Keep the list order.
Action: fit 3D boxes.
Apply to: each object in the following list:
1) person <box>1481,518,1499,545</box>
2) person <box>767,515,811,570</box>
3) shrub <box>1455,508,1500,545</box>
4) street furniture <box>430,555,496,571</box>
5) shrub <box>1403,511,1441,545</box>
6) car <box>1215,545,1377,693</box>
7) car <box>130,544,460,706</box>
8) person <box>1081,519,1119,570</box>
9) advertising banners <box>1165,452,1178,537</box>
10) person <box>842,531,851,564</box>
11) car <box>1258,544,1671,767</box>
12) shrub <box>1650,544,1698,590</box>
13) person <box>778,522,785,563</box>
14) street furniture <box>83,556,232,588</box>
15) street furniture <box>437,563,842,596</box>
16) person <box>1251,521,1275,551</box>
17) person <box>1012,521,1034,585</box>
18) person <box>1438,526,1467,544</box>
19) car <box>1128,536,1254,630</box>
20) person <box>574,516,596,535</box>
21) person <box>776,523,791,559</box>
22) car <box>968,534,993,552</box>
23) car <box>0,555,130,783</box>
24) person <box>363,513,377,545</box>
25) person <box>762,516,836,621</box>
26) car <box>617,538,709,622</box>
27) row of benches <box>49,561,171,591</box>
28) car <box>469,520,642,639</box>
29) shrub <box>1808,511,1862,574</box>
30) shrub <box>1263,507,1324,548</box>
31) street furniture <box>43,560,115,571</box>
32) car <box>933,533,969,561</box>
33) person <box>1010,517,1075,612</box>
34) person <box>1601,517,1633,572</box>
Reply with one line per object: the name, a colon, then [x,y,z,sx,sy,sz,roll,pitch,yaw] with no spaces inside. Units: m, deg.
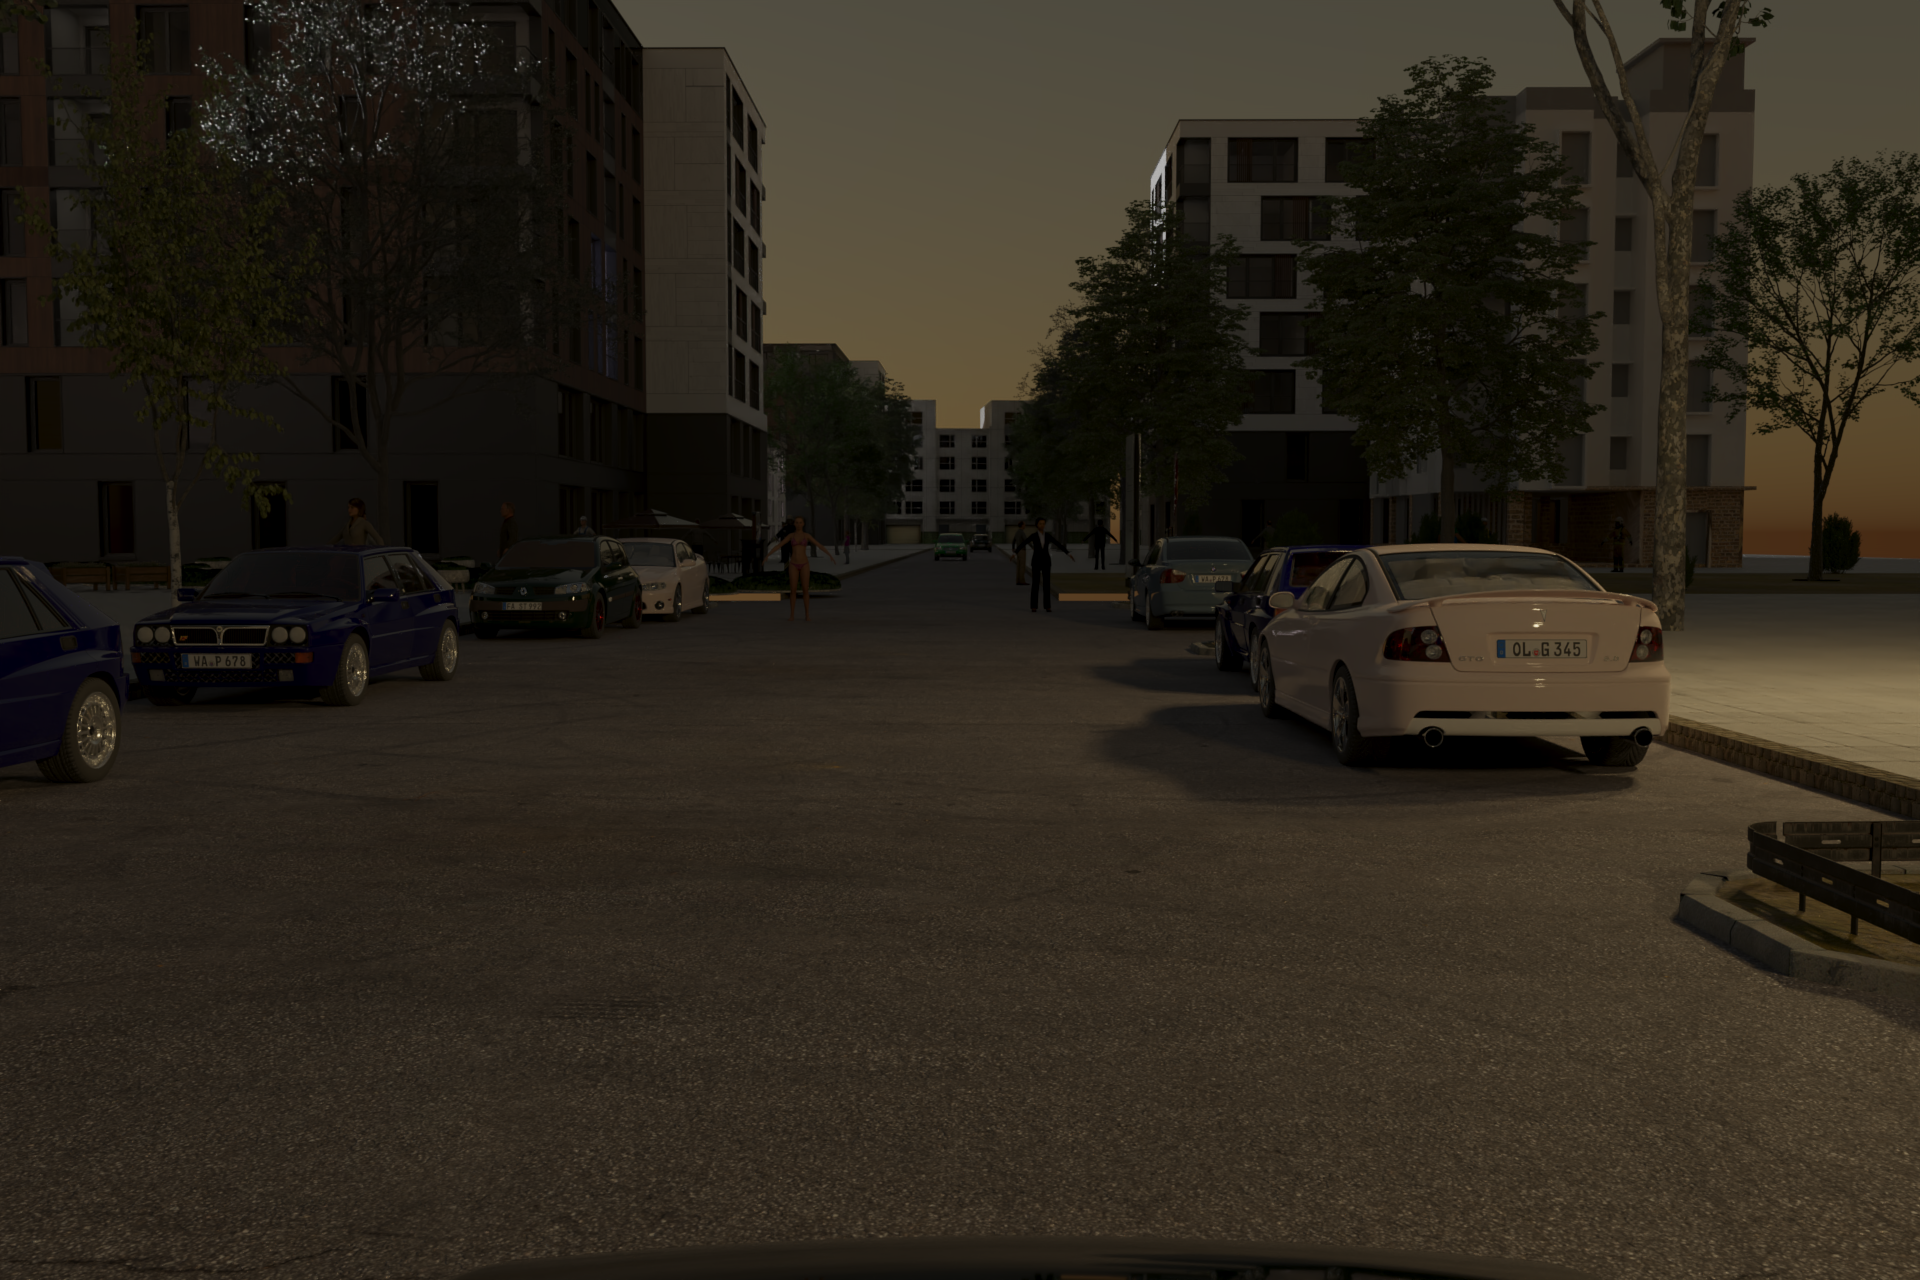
person: [17.674,-3.205,58.364,1.349,1.833,0.705,-3,4,-38]
person: [-5.107,-2.825,51.972,1.354,1.856,0.705,0,4,6]
shrub: [14.402,-2.720,48.884,1.690,2.028,1.600,0,3,0]
street furniture: [-13.041,-1.967,47.792,5.734,0.657,10.072,0,4,3]
shrub: [14.558,-2.999,53.449,1.690,2.028,1.600,0,3,0]
car: [3.538,-0.269,16.978,1.945,1.354,3.894,0,4,1]
car: [-5.855,-0.187,15.637,1.945,1.354,3.894,0,4,1]
person: [5.027,-3.427,62.213,1.347,1.806,0.705,0,4,1]
advertising banners: [4.655,-2.567,38.163,0.090,3.025,2.074,0,4,1]
person: [-4.862,-3.937,73.635,0.599,1.433,0.991,1,4,14]
car: [3.283,0.019,12.054,2.083,1.381,4.827,0,4,0]
shrub: [16.171,-1.720,39.247,1.383,1.207,1.383,0,3,0]
person: [-7.851,-4.354,77.129,1.347,1.837,0.705,3,4,37]
street furniture: [-19.228,-1.858,45.997,5.734,0.657,10.072,0,4,0]
street furniture: [-7.880,-1.416,38.775,10.072,0.657,5.734,1,4,9]
person: [11.890,-3.697,66.715,1.348,1.796,0.705,-1,4,-12]
person: [1.746,-2.437,48.573,0.705,1.796,1.348,-2,4,-26]
person: [12.157,-2.248,42.888,0.704,1.817,1.347,-1,4,-15]
car: [3.672,-0.921,27.063,2.014,1.417,4.499,0,4,1]
person: [-11.884,-2.985,54.668,1.347,1.847,0.705,1,4,21]
person: [-7.435,-4.242,75.501,1.345,1.843,0.704,1,4,18]
car: [1.633,-7.752,136.525,2.009,1.686,4.222,0,4,0]
car: [-5.842,0.237,8.714,1.945,1.354,3.894,0,4,0]
person: [-14.298,-2.159,41.482,0.705,1.806,1.347,0,4,6]
person: [-2.651,-1.180,28.555,1.217,1.733,0.721,0,4,-3]
car: [-5.475,-1.061,29.706,2.083,1.381,4.827,0,4,1]
row of benches: [-19.651,-1.429,38.827,1.422,0.672,4.104,3,4,36]
car: [-5.745,-0.925,24.913,2.009,1.686,4.222,0,4,1]
shrub: [28.375,-3.164,56.153,1.690,2.028,1.600,0,3,0]
shrub: [9.765,-2.856,50.742,1.661,2.075,1.752,0,3,0]
street furniture: [-28.226,-2.044,49.042,5.734,0.657,10.072,3,4,37]
car: [-0.491,-5.213,94.021,1.959,1.807,4.718,0,4,0]
person: [1.502,-1.379,31.728,1.216,1.740,0.721,-1,4,-9]
person: [22.023,-3.191,57.948,0.705,1.858,1.354,-2,4,-24]
